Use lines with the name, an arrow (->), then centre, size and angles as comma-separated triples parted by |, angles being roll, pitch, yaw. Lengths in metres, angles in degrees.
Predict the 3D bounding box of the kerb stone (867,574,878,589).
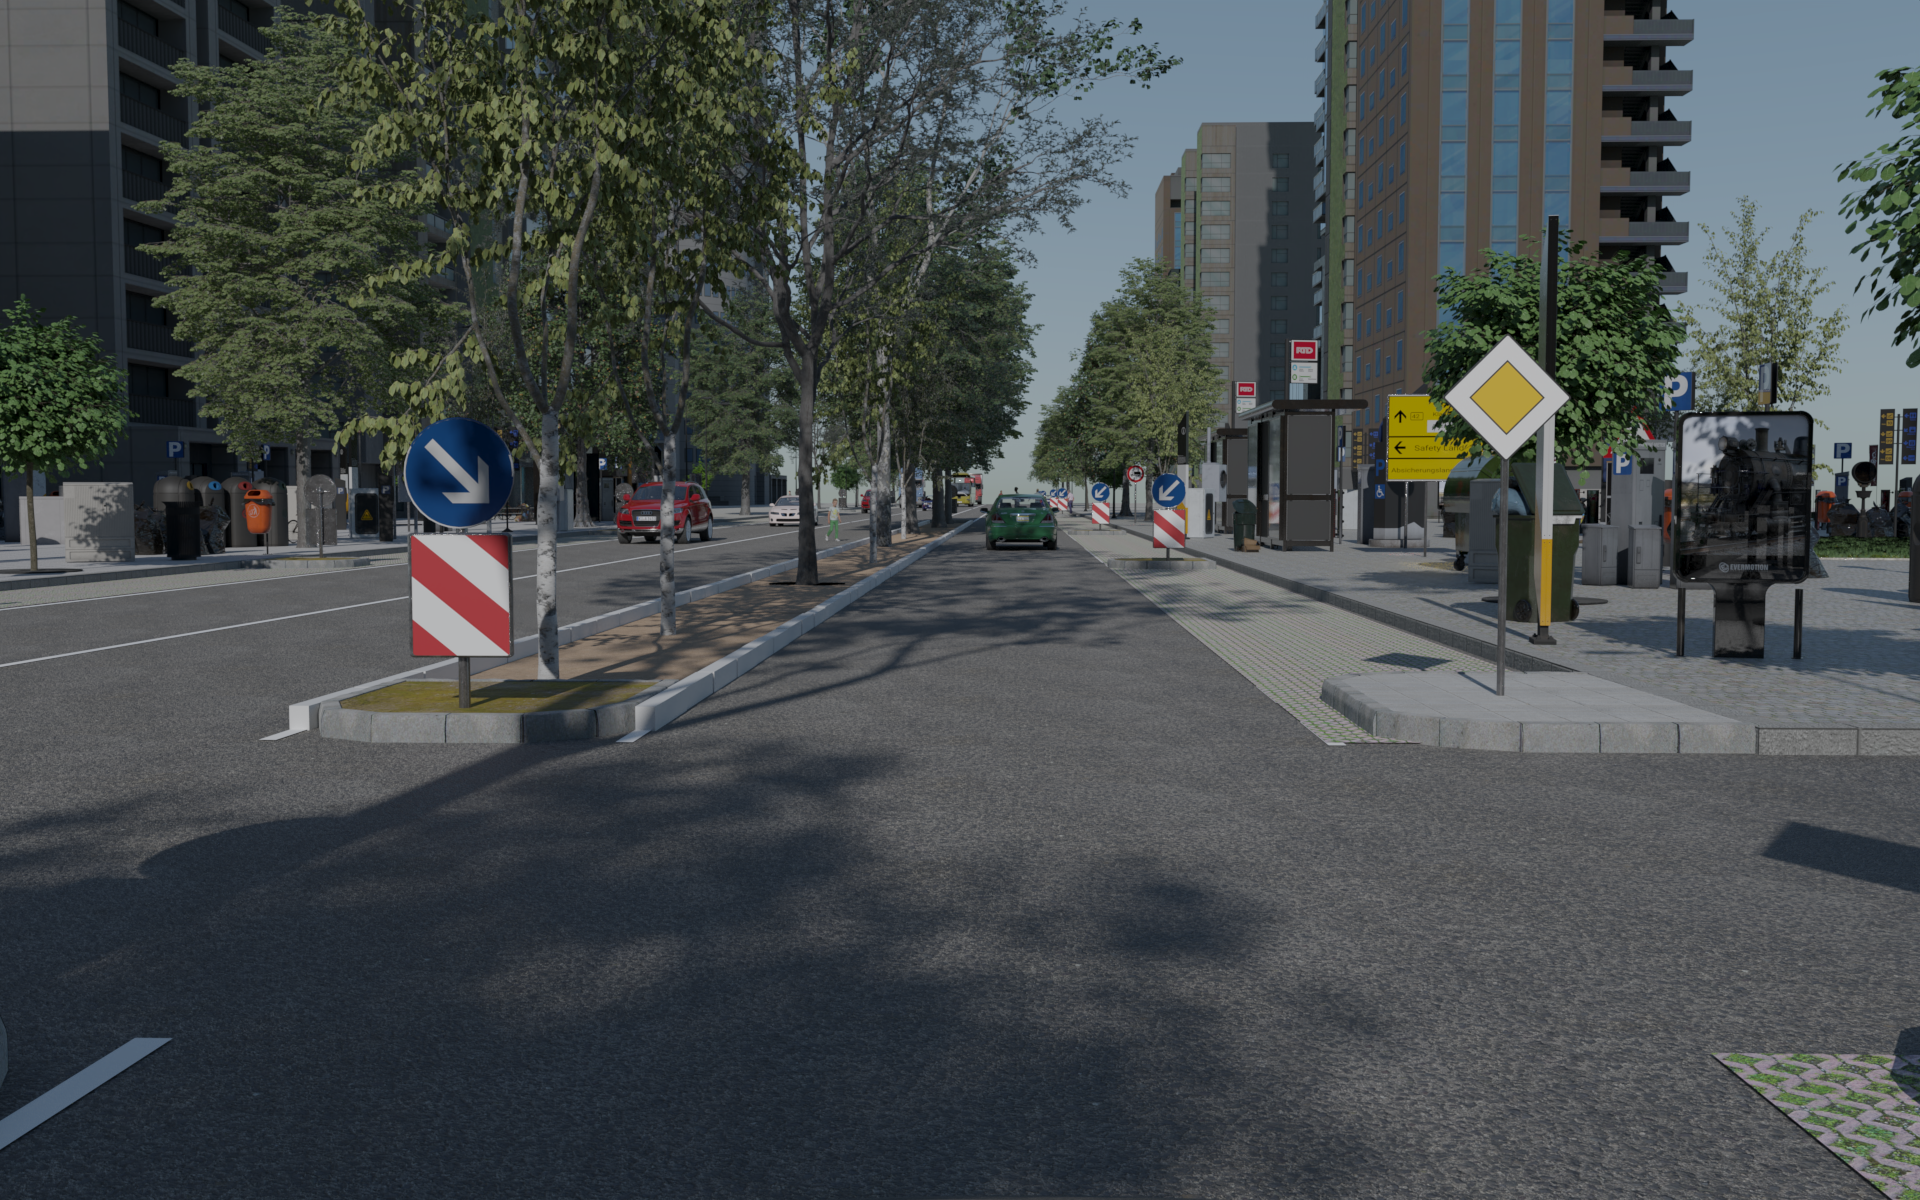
kerb stone -> -1.381, -0.251, 26.316 | 0.120, 0.150, 1.000 | 0, 4, 2

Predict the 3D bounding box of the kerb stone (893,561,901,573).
kerb stone -> -1.207, -0.563, 31.427 | 0.120, 0.150, 1.000 | 0, 4, 2

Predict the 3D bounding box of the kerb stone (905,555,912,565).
kerb stone -> -1.104, -0.752, 34.497 | 0.120, 0.150, 1.000 | 0, 4, 2

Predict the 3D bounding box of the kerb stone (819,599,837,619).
kerb stone -> -1.576, 0.126, 20.174 | 0.120, 0.150, 1.000 | 0, 4, 2

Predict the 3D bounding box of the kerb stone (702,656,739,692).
kerb stone -> -1.818, 0.562, 13.002 | 0.120, 0.150, 1.000 | 0, 4, 2

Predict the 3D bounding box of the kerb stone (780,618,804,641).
kerb stone -> -1.690, 0.314, 17.110 | 0.120, 0.150, 1.000 | 0, 4, 2

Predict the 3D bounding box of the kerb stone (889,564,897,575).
kerb stone -> -1.240, -0.500, 30.401 | 0.120, 0.150, 1.000 | 0, 4, 2

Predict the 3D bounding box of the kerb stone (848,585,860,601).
kerb stone -> -1.479, -0.060, 23.244 | 0.120, 0.150, 1.000 | 0, 4, 2

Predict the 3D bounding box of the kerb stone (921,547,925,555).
kerb stone -> -0.937, -1.066, 39.627 | 0.120, 0.150, 1.000 | 0, 4, 2

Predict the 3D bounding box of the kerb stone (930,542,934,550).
kerb stone -> -0.808, -1.317, 43.732 | 0.120, 0.150, 1.000 | 0, 4, 2

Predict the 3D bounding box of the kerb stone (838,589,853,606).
kerb stone -> -1.517, -0.001, 22.222 | 0.120, 0.150, 1.000 | 0, 4, 2

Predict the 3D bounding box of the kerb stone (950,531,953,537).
kerb stone -> -0.397, -2.069, 56.030 | 0.120, 0.150, 1.000 | 0, 4, 2

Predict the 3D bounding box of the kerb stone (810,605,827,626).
kerb stone -> -1.610, 0.195, 19.153 | 0.120, 0.150, 1.000 | 0, 4, 2

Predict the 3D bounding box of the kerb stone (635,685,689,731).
kerb stone -> -1.884, 0.687, 10.959 | 0.120, 0.150, 1.000 | 0, 4, 2

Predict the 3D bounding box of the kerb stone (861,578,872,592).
kerb stone -> -1.419, -0.190, 25.294 | 0.120, 0.150, 1.000 | 0, 4, 2

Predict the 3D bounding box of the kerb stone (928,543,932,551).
kerb stone -> -0.837, -1.255, 42.707 | 0.120, 0.150, 1.000 | 0, 4, 2

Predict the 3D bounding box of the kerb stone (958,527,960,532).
kerb stone -> -0.159, -2.508, 63.206 | 0.120, 0.150, 1.000 | 0, 4, 2

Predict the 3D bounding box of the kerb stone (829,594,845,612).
kerb stone -> -1.548, 0.061, 21.201 | 0.120, 0.150, 1.000 | 0, 4, 2

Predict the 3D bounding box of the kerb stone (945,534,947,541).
kerb stone -> -0.533, -1.815, 51.938 | 0.120, 0.150, 1.000 | 0, 4, 2

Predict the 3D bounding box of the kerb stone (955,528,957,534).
kerb stone -> -0.255, -2.320, 60.126 | 0.120, 0.150, 1.000 | 0, 4, 2

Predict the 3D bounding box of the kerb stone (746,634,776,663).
kerb stone -> -1.752, 0.437, 15.052 | 0.120, 0.150, 1.000 | 0, 4, 2

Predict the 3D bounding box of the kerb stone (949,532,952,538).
kerb stone -> -0.427, -2.007, 55.009 | 0.120, 0.150, 1.000 | 0, 4, 2

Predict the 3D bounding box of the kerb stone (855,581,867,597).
kerb stone -> -1.444, -0.127, 24.272 | 0.120, 0.150, 1.000 | 0, 4, 2

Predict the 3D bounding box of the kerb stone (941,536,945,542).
kerb stone -> -0.592, -1.693, 49.884 | 0.120, 0.150, 1.000 | 0, 4, 2

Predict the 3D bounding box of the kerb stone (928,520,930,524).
kerb stone -> -1.642, -3.639, 81.695 | 0.120, 0.150, 1.000 | 0, 4, 2

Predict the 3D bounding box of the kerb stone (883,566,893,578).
kerb stone -> -1.282, -0.439, 29.380 | 0.120, 0.150, 1.000 | 0, 4, 2

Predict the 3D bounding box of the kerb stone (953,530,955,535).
kerb stone -> -0.326, -2.194, 58.082 | 0.120, 0.150, 1.000 | 0, 4, 2

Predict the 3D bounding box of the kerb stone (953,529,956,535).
kerb stone -> -0.298, -2.257, 59.103 | 0.120, 0.150, 1.000 | 0, 4, 2

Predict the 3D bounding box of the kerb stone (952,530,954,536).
kerb stone -> -0.356, -2.132, 57.060 | 0.120, 0.150, 1.000 | 0, 4, 2

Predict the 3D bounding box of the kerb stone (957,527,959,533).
kerb stone -> -0.185, -2.446, 62.185 | 0.120, 0.150, 1.000 | 0, 4, 2

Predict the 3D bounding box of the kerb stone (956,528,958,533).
kerb stone -> -0.225, -2.381, 61.156 | 0.120, 0.150, 1.000 | 0, 4, 2

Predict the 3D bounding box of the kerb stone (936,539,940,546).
kerb stone -> -0.703, -1.499, 46.796 | 0.120, 0.150, 1.000 | 0, 4, 2

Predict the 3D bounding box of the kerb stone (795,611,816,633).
kerb stone -> -1.649, 0.249, 18.131 | 0.120, 0.150, 1.000 | 0, 4, 2

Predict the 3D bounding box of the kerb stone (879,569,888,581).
kerb stone -> -1.316, -0.377, 28.358 | 0.120, 0.150, 1.000 | 0, 4, 2

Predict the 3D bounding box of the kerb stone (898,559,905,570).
kerb stone -> -1.167, -0.625, 32.448 | 0.120, 0.150, 1.000 | 0, 4, 2

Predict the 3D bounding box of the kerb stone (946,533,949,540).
kerb stone -> -0.490, -1.882, 52.959 | 0.120, 0.150, 1.000 | 0, 4, 2

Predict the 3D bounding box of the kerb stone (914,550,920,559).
kerb stone -> -1.008, -0.941, 37.579 | 0.120, 0.150, 1.000 | 0, 4, 2

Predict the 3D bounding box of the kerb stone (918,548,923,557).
kerb stone -> -0.977, -1.004, 38.603 | 0.120, 0.150, 1.000 | 0, 4, 2

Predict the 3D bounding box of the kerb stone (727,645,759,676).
kerb stone -> -1.780, 0.500, 14.028 | 0.120, 0.150, 1.000 | 0, 4, 2

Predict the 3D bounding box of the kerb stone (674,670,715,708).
kerb stone -> -1.858, 0.625, 11.981 | 0.120, 0.150, 1.000 | 0, 4, 2

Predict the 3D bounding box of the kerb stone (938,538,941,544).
kerb stone -> -0.663, -1.565, 47.829 | 0.120, 0.150, 1.000 | 0, 4, 2

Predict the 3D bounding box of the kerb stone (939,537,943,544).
kerb stone -> -0.631, -1.630, 48.854 | 0.120, 0.150, 1.000 | 0, 4, 2

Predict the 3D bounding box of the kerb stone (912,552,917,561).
kerb stone -> -1.043, -0.878, 36.557 | 0.120, 0.150, 1.000 | 0, 4, 2

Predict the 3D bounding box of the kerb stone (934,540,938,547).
kerb stone -> -0.735, -1.439, 45.774 | 0.120, 0.150, 1.000 | 0, 4, 2

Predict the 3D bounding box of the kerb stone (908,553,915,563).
kerb stone -> -1.068, -0.815, 35.529 | 0.120, 0.150, 1.000 | 0, 4, 2

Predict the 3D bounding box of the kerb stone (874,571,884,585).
kerb stone -> -1.341, -0.314, 27.337 | 0.120, 0.150, 1.000 | 0, 4, 2

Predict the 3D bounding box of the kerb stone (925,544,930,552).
kerb stone -> -0.867, -1.192, 41.686 | 0.120, 0.150, 1.000 | 0, 4, 2

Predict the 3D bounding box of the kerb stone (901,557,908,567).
kerb stone -> -1.138, -0.690, 33.475 | 0.120, 0.150, 1.000 | 0, 4, 2

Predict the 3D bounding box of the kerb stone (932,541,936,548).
kerb stone -> -0.770, -1.377, 44.753 | 0.120, 0.150, 1.000 | 0, 4, 2

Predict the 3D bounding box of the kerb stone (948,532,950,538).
kerb stone -> -0.458, -1.943, 53.980 | 0.120, 0.150, 1.000 | 0, 4, 2

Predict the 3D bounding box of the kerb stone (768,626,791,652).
kerb stone -> -1.718, 0.381, 16.085 | 0.120, 0.150, 1.000 | 0, 4, 2

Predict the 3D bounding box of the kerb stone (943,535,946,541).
kerb stone -> -0.561, -1.754, 50.914 | 0.120, 0.150, 1.000 | 0, 4, 2

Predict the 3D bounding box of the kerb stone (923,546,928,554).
kerb stone -> -0.907, -1.124, 40.657 | 0.120, 0.150, 1.000 | 0, 4, 2

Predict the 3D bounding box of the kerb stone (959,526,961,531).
kerb stone -> -0.126, -2.571, 64.232 | 0.120, 0.150, 1.000 | 0, 4, 2
